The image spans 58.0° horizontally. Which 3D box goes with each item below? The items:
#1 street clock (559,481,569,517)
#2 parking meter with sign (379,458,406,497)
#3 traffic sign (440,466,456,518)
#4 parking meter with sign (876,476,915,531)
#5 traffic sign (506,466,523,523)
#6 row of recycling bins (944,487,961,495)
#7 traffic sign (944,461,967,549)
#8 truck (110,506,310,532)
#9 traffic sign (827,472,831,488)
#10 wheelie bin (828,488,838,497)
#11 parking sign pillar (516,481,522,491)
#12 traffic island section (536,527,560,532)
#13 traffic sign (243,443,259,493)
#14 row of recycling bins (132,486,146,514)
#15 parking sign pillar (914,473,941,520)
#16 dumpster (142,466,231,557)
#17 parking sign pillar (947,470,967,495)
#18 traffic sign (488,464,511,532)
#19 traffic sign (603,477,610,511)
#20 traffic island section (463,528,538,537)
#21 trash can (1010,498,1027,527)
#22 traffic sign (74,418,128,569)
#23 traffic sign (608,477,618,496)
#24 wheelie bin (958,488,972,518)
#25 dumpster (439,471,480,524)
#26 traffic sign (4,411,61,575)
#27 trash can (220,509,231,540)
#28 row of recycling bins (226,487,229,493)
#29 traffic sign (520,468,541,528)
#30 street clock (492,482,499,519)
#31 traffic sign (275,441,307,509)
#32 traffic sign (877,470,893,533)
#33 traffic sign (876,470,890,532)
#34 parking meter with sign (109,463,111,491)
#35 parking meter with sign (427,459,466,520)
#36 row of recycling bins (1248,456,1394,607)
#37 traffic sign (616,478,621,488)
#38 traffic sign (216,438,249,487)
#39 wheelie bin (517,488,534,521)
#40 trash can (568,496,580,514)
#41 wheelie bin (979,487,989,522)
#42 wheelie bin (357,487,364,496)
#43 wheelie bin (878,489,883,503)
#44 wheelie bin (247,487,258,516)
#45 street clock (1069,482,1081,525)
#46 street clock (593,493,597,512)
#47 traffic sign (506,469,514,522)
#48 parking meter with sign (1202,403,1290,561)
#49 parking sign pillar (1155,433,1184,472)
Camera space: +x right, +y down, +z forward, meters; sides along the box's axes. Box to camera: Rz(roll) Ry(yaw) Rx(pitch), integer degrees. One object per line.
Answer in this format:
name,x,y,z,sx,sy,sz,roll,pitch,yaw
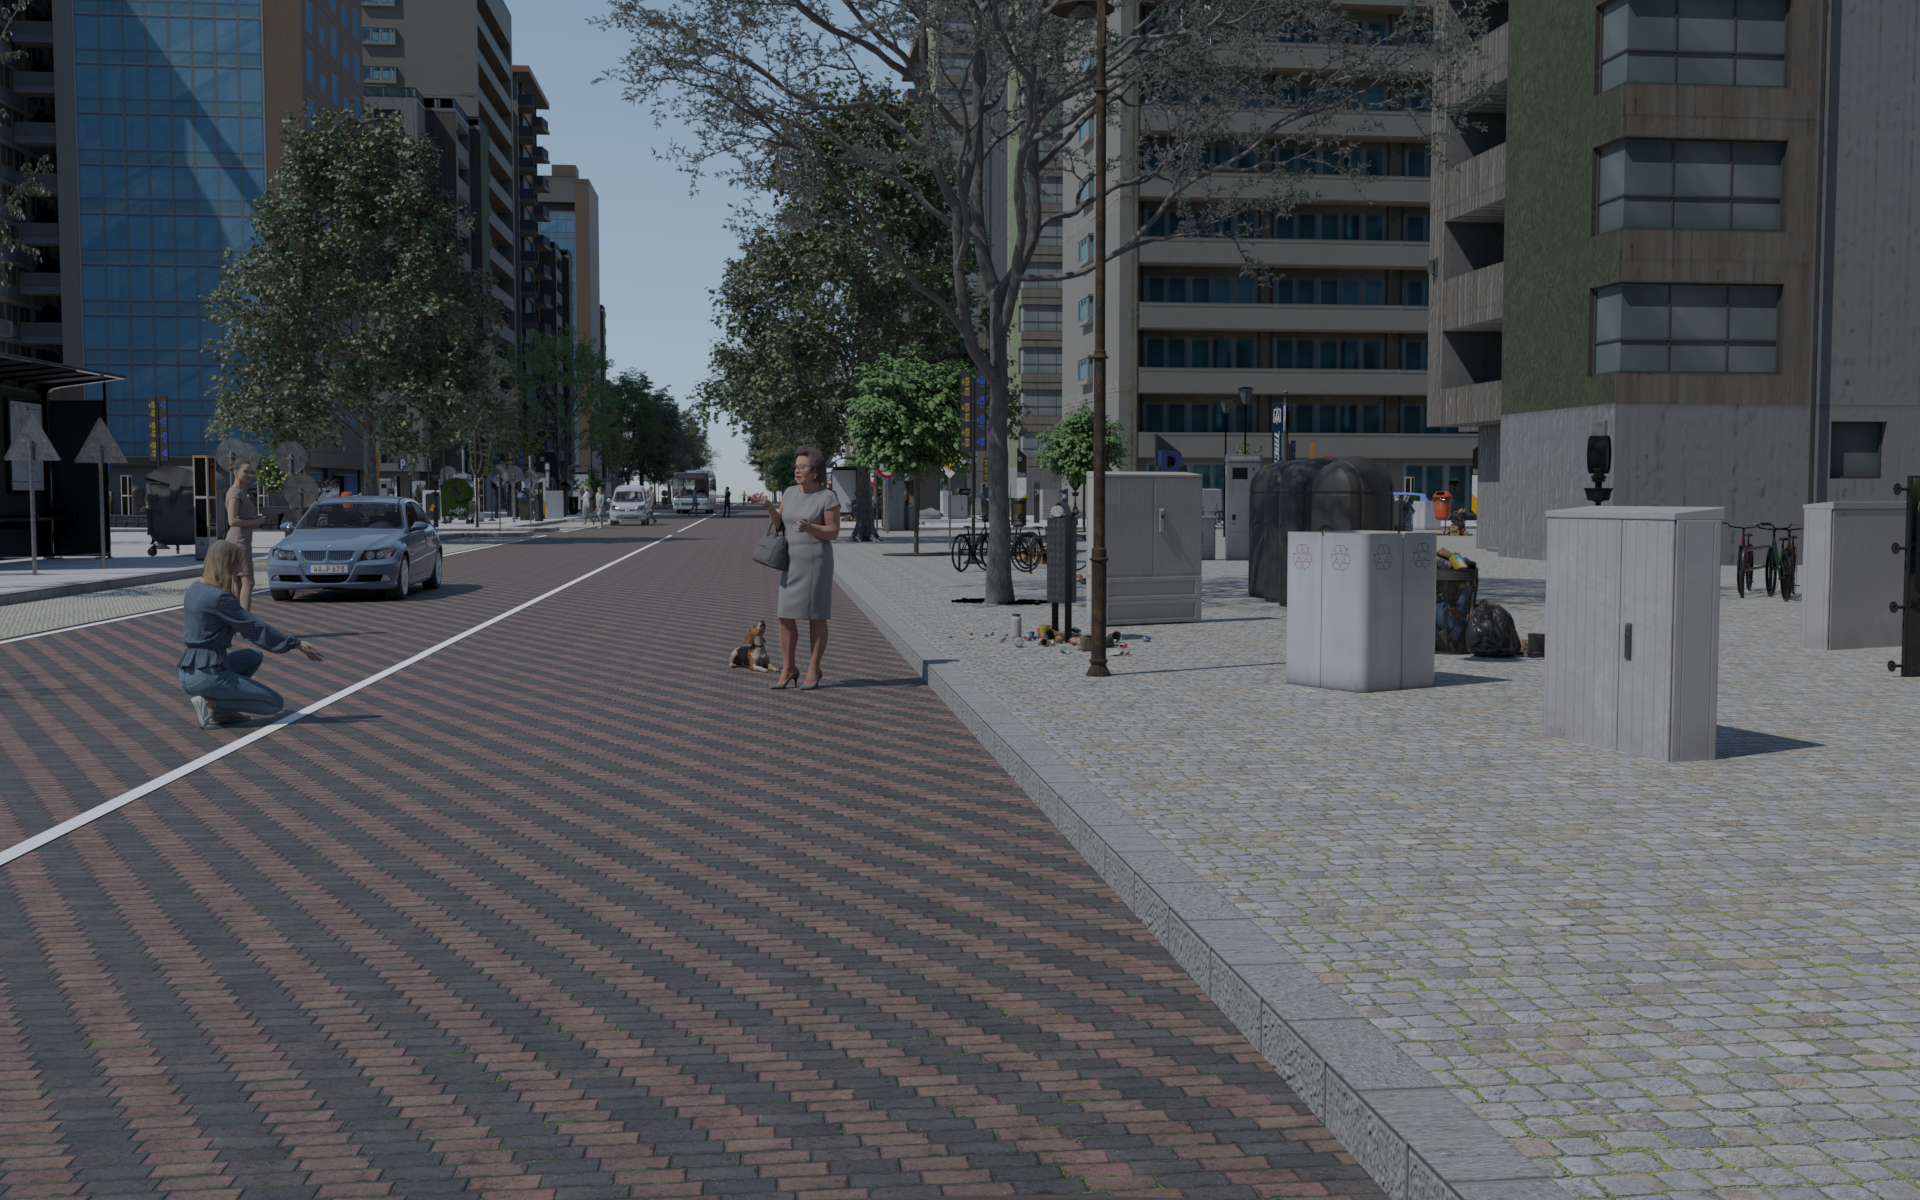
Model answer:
street clock,-21.884,-5.577,95.761,0.471,2.002,0.358,-1,4,-20
parking meter with sign,-28.064,-5.422,84.915,1.738,3.016,0.543,1,4,14
traffic sign,-23.290,-4.815,78.830,0.768,2.556,0.104,0,4,-4
parking meter with sign,-2.280,-3.898,59.987,0.543,3.016,1.738,3,5,43
traffic sign,-19.924,-4.727,77.396,0.768,2.556,0.104,0,4,-6
row of recycling bins,-1.144,-6.154,107.726,3.534,1.692,1.069,2,4,32
traffic sign,-0.240,-2.400,40.421,0.795,2.450,0.064,0,4,0
truck,-29.792,-4.346,60.823,18.799,4.110,2.967,0,4,-5
traffic sign,-7.430,-6.046,98.965,0.768,2.556,0.104,0,4,2
wheelie bin,-6.318,-4.642,83.804,0.693,1.594,0.980,1,4,18
parking sign pillar,-34.612,-9.007,135.733,1.447,3.967,1.447,0,4,-5
traffic island section,-16.429,-2.687,66.218,2.009,0.180,2.903,0,4,-7
traffic sign,-17.710,-2.613,42.830,0.768,2.556,0.104,0,4,3
row of recycling bins,-38.391,-4.697,83.909,3.534,1.692,1.069,-1,4,-22
parking sign pillar,-1.670,-6.059,87.541,1.447,3.967,1.447,1,4,10
dumpster,-16.185,-1.866,36.274,1.264,1.857,1.865,0,4,-7
parking sign pillar,-0.205,-7.901,117.647,1.447,3.967,1.447,1,4,21
traffic sign,-15.475,-3.339,58.229,0.795,2.450,0.064,0,4,-7
traffic sign,-27.056,-8.107,132.659,0.768,2.556,0.104,0,4,0
traffic island section,-15.497,-2.202,58.288,2.009,0.180,2.903,0,4,-7
trash can,2.292,-3.428,67.700,0.748,1.137,0.748,0,3,0
traffic sign,-14.663,-1.809,29.577,0.884,2.594,0.081,0,4,-3
traffic sign,-26.225,-8.006,131.009,0.768,2.556,0.104,0,3,0
wheelie bin,0.304,-5.219,93.236,0.980,1.594,0.693,-1,4,-13
dumpster,-21.462,-4.383,74.156,1.502,2.255,1.985,0,4,-6
traffic sign,-14.601,-1.667,27.259,0.884,2.594,0.081,0,4,-1
trash can,-17.261,-1.796,41.024,0.748,1.137,0.748,0,3,0
row of recycling bins,-32.204,-4.124,74.532,1.069,1.692,3.534,0,4,-2
traffic sign,-16.407,-3.824,66.159,0.795,2.450,0.064,0,4,-7
street clock,-24.336,-5.281,90.909,0.471,2.002,0.358,-1,4,-12
traffic sign,-16.213,-2.562,41.996,0.768,2.556,0.104,0,4,-3
traffic sign,-2.364,-3.464,56.738,0.768,2.556,0.104,0,4,2
traffic sign,-2.520,-3.594,58.862,0.768,2.556,0.104,0,4,-3
parking meter with sign,-41.703,-5.399,84.533,0.543,3.016,1.738,-2,4,-25
parking meter with sign,-25.157,-5.421,84.893,1.738,3.016,0.543,-1,4,-11
row of recycling bins,4.119,-0.800,20.193,1.069,1.692,3.534,0,4,-5
traffic sign,-26.625,-8.203,134.217,0.768,2.556,0.104,0,4,3
traffic sign,-16.550,-2.403,39.388,0.768,2.556,0.104,0,4,3
wheelie bin,-21.079,-4.658,84.063,0.693,1.594,0.980,0,4,7
trash can,-24.345,-5.961,109.114,0.748,1.137,0.748,0,3,0
wheelie bin,1.295,-4.344,78.931,0.980,1.594,0.693,-1,4,-20
wheelie bin,-26.837,-4.321,78.563,0.980,1.594,0.693,-2,4,-25
wheelie bin,-4.881,-6.002,106.037,0.980,1.594,0.693,0,4,3
wheelie bin,-33.557,-4.568,82.593,0.980,1.594,0.693,-2,4,-26
street clock,4.720,-4.059,70.939,0.471,2.002,0.358,-2,4,-25
street clock,-26.443,-7.386,125.328,0.471,2.002,0.358,2,4,29
traffic sign,-20.541,-4.863,79.620,0.768,2.556,0.104,0,4,-1
parking meter with sign,5.459,-2.275,33.455,1.738,3.016,0.543,0,4,6
parking sign pillar,9.328,-5.421,77.100,1.447,3.967,1.447,-2,4,-24
